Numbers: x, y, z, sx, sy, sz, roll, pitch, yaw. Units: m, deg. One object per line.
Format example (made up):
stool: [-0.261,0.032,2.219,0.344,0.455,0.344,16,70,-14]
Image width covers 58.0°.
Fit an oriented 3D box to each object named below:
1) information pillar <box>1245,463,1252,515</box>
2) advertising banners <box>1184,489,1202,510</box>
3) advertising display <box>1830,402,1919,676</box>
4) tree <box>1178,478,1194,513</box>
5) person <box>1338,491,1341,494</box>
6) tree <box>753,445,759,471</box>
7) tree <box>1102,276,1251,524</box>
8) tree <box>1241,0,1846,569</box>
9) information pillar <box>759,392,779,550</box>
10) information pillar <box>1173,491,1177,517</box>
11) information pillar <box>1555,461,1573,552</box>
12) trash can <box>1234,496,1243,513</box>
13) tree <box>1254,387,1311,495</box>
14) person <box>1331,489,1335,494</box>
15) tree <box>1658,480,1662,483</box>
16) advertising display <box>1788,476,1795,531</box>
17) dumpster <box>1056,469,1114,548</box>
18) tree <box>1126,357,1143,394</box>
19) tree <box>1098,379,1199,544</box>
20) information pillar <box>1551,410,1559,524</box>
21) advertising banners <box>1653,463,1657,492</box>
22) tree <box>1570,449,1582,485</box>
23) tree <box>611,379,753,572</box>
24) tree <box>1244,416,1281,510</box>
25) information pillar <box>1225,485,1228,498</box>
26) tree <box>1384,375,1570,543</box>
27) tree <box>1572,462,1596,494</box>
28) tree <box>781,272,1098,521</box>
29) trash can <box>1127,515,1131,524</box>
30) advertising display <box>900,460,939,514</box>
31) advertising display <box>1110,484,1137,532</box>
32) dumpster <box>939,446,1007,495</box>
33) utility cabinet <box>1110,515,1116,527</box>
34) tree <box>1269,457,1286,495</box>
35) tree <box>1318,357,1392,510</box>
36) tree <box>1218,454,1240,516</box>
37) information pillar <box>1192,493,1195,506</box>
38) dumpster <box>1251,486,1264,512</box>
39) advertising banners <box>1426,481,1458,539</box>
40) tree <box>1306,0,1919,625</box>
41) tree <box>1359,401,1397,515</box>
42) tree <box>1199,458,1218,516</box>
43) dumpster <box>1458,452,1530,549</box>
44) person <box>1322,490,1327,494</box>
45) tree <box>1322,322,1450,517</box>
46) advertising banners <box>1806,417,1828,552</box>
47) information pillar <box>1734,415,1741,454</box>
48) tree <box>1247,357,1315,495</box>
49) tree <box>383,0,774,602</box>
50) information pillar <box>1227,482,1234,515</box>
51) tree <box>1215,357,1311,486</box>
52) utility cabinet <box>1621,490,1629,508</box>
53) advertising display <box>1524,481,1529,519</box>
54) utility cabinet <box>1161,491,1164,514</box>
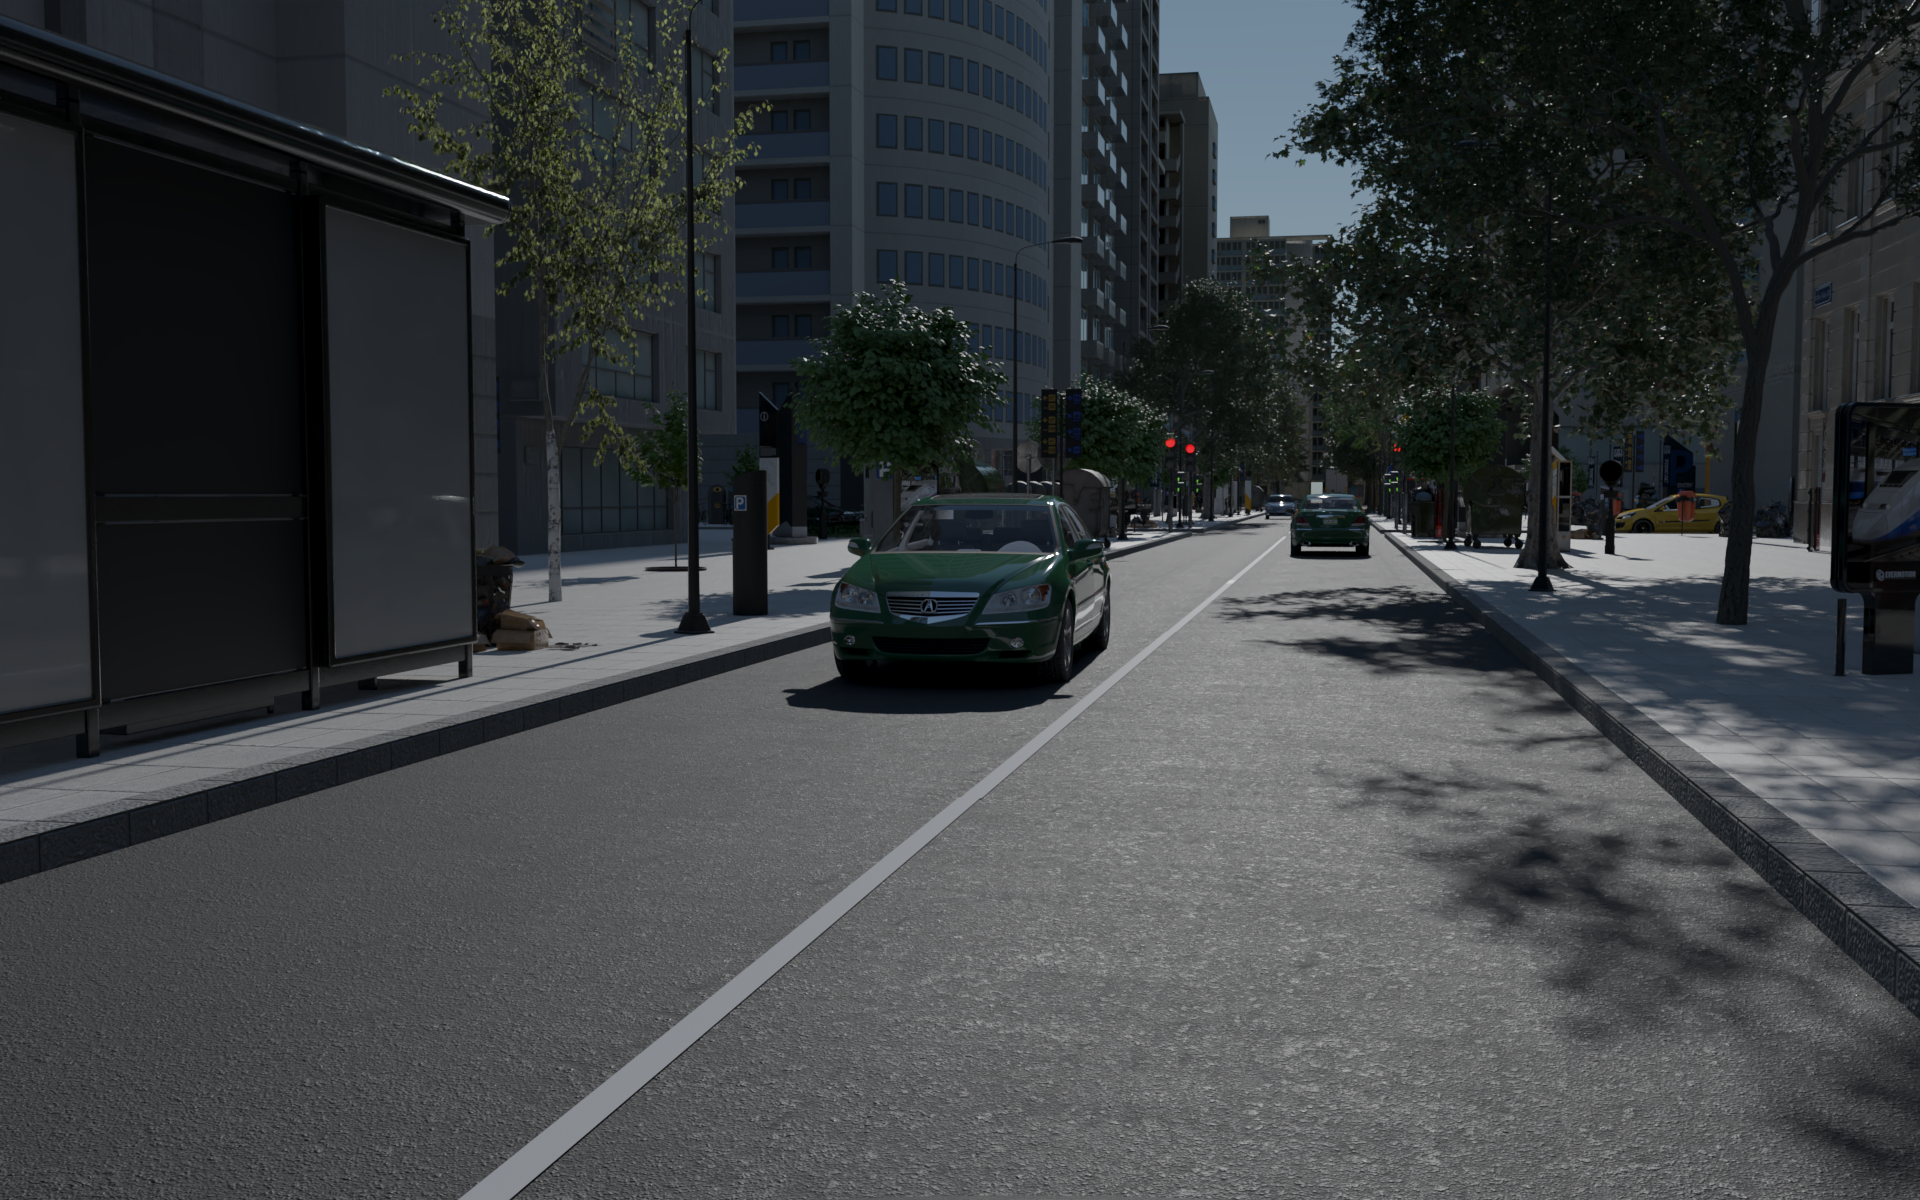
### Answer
information pillar: [17.851,-7.087,107.231,0.504,3.616,0.183,-3,5,-41]
advertising banners: [18.806,-8.708,138.557,2.074,3.025,0.090,-1,4,-21]
advertising display: [6.617,-0.433,12.299,0.974,1.923,0.123,-1,4,-18]
tree: [15.491,-7.617,119.134,1.663,3.219,1.824,0,3,0]
person: [32.450,-8.473,147.772,1.217,1.736,0.721,-3,5,-44]
tree: [-7.308,-3.932,58.891,1.663,3.219,1.824,0,3,0]
tree: [9.270,-8.560,74.364,7.601,10.594,8.767,3,5,42]
tree: [9.994,-6.887,29.608,9.611,12.733,9.660,0,3,0]
information pillar: [-4.393,-2.961,39.763,0.504,3.616,0.183,2,4,24]
information pillar: [12.157,-5.745,98.416,0.304,2.012,0.304,-1,4,-18]
information pillar: [13.317,-2.062,38.206,0.304,2.012,0.304,1,4,13]
trash can: [18.892,-6.507,118.039,0.748,1.137,0.748,0,3,0]
tree: [33.130,-16.171,182.519,7.486,12.596,7.792,0,3,0]
person: [22.660,-5.866,105.159,0.760,1.731,0.466,-2,4,-28]
tree: [43.566,-6.759,105.114,1.663,3.219,1.824,0,3,0]
advertising display: [29.341,-3.419,61.115,0.123,1.923,0.974,1,4,21]
dumpster: [2.834,-2.113,40.311,1.264,1.857,1.865,1,4,12]
tree: [12.726,-10.535,89.249,9.611,12.733,9.660,0,3,0]
tree: [3.294,-3.759,45.175,4.285,4.588,4.351,0,3,0]
information pillar: [14.684,-3.169,43.160,0.504,3.616,0.183,-2,4,-26]
advertising banners: [38.918,-6.156,96.832,0.090,3.025,2.074,2,4,32]
tree: [34.159,-7.118,100.101,4.285,4.588,4.351,0,3,0]
tree: [-4.743,-2.112,29.135,1.663,3.219,1.824,0,3,0]
tree: [23.685,-11.506,138.492,4.737,8.622,4.395,0,3,0]
information pillar: [17.012,-7.253,109.940,0.504,3.616,0.183,3,4,38]
tree: [12.815,-3.801,45.867,4.285,4.588,4.351,0,3,0]
tree: [37.445,-6.739,104.776,1.663,3.219,1.824,0,3,0]
tree: [-0.906,-2.564,25.638,4.285,4.588,4.351,0,3,0]
trash can: [6.680,-3.614,70.737,0.748,1.137,0.748,0,3,0]
advertising display: [-0.882,-1.675,32.600,0.974,1.923,0.123,-1,4,-12]
advertising display: [5.410,-3.220,57.859,0.974,1.923,0.123,0,4,-1]
dumpster: [0.019,-1.966,34.635,1.502,2.255,1.985,1,4,12]
utility cabinet: [5.610,-3.419,67.058,1.020,1.237,0.306,1,4,15]
tree: [36.878,-15.369,201.642,4.360,8.622,3.978,0,3,0]
tree: [33.949,-14.424,142.480,9.857,13.997,8.962,0,3,0]
tree: [14.702,-7.170,100.945,4.285,4.588,4.351,0,3,0]
information pillar: [17.284,-8.436,129.290,0.504,3.616,0.183,1,4,14]
dumpster: [21.075,-7.231,123.987,1.264,1.857,1.865,1,4,12]
advertising banners: [13.778,-3.276,49.746,0.090,3.025,2.074,3,5,44]
tree: [7.506,-5.016,16.421,8.767,10.594,7.601,1,4,13]
tree: [26.664,-9.620,107.644,4.360,8.622,3.978,0,3,0]
tree: [5.104,-4.304,54.084,4.285,4.588,4.351,0,3,0]
dumpster: [12.657,-2.363,41.126,1.502,2.255,1.985,1,4,12]
person: [33.779,-9.277,160.039,0.709,1.838,0.599,3,5,40]
tree: [24.365,-10.606,99.166,9.928,11.665,9.643,0,3,0]
advertising banners: [19.377,-2.625,39.109,0.090,3.025,2.074,2,4,35]
information pillar: [21.130,-3.397,46.901,0.504,3.616,0.183,-2,4,-31]
tree: [38.679,-21.987,215.375,12.611,20.169,13.585,0,3,0]
tree: [-4.611,-4.287,20.453,4.360,8.622,3.978,0,3,0]
information pillar: [16.549,-6.204,105.925,0.304,2.012,0.304,2,4,24]
tree: [27.082,-15.358,157.751,9.857,13.997,8.962,0,3,0]
utility cabinet: [39.344,-5.742,102.559,0.318,1.500,1.173,1,4,12]
advertising display: [28.971,-5.032,87.489,0.974,1.923,0.123,-1,4,-13]
utility cabinet: [12.437,-6.057,107.715,0.318,1.500,1.173,1,4,16]
